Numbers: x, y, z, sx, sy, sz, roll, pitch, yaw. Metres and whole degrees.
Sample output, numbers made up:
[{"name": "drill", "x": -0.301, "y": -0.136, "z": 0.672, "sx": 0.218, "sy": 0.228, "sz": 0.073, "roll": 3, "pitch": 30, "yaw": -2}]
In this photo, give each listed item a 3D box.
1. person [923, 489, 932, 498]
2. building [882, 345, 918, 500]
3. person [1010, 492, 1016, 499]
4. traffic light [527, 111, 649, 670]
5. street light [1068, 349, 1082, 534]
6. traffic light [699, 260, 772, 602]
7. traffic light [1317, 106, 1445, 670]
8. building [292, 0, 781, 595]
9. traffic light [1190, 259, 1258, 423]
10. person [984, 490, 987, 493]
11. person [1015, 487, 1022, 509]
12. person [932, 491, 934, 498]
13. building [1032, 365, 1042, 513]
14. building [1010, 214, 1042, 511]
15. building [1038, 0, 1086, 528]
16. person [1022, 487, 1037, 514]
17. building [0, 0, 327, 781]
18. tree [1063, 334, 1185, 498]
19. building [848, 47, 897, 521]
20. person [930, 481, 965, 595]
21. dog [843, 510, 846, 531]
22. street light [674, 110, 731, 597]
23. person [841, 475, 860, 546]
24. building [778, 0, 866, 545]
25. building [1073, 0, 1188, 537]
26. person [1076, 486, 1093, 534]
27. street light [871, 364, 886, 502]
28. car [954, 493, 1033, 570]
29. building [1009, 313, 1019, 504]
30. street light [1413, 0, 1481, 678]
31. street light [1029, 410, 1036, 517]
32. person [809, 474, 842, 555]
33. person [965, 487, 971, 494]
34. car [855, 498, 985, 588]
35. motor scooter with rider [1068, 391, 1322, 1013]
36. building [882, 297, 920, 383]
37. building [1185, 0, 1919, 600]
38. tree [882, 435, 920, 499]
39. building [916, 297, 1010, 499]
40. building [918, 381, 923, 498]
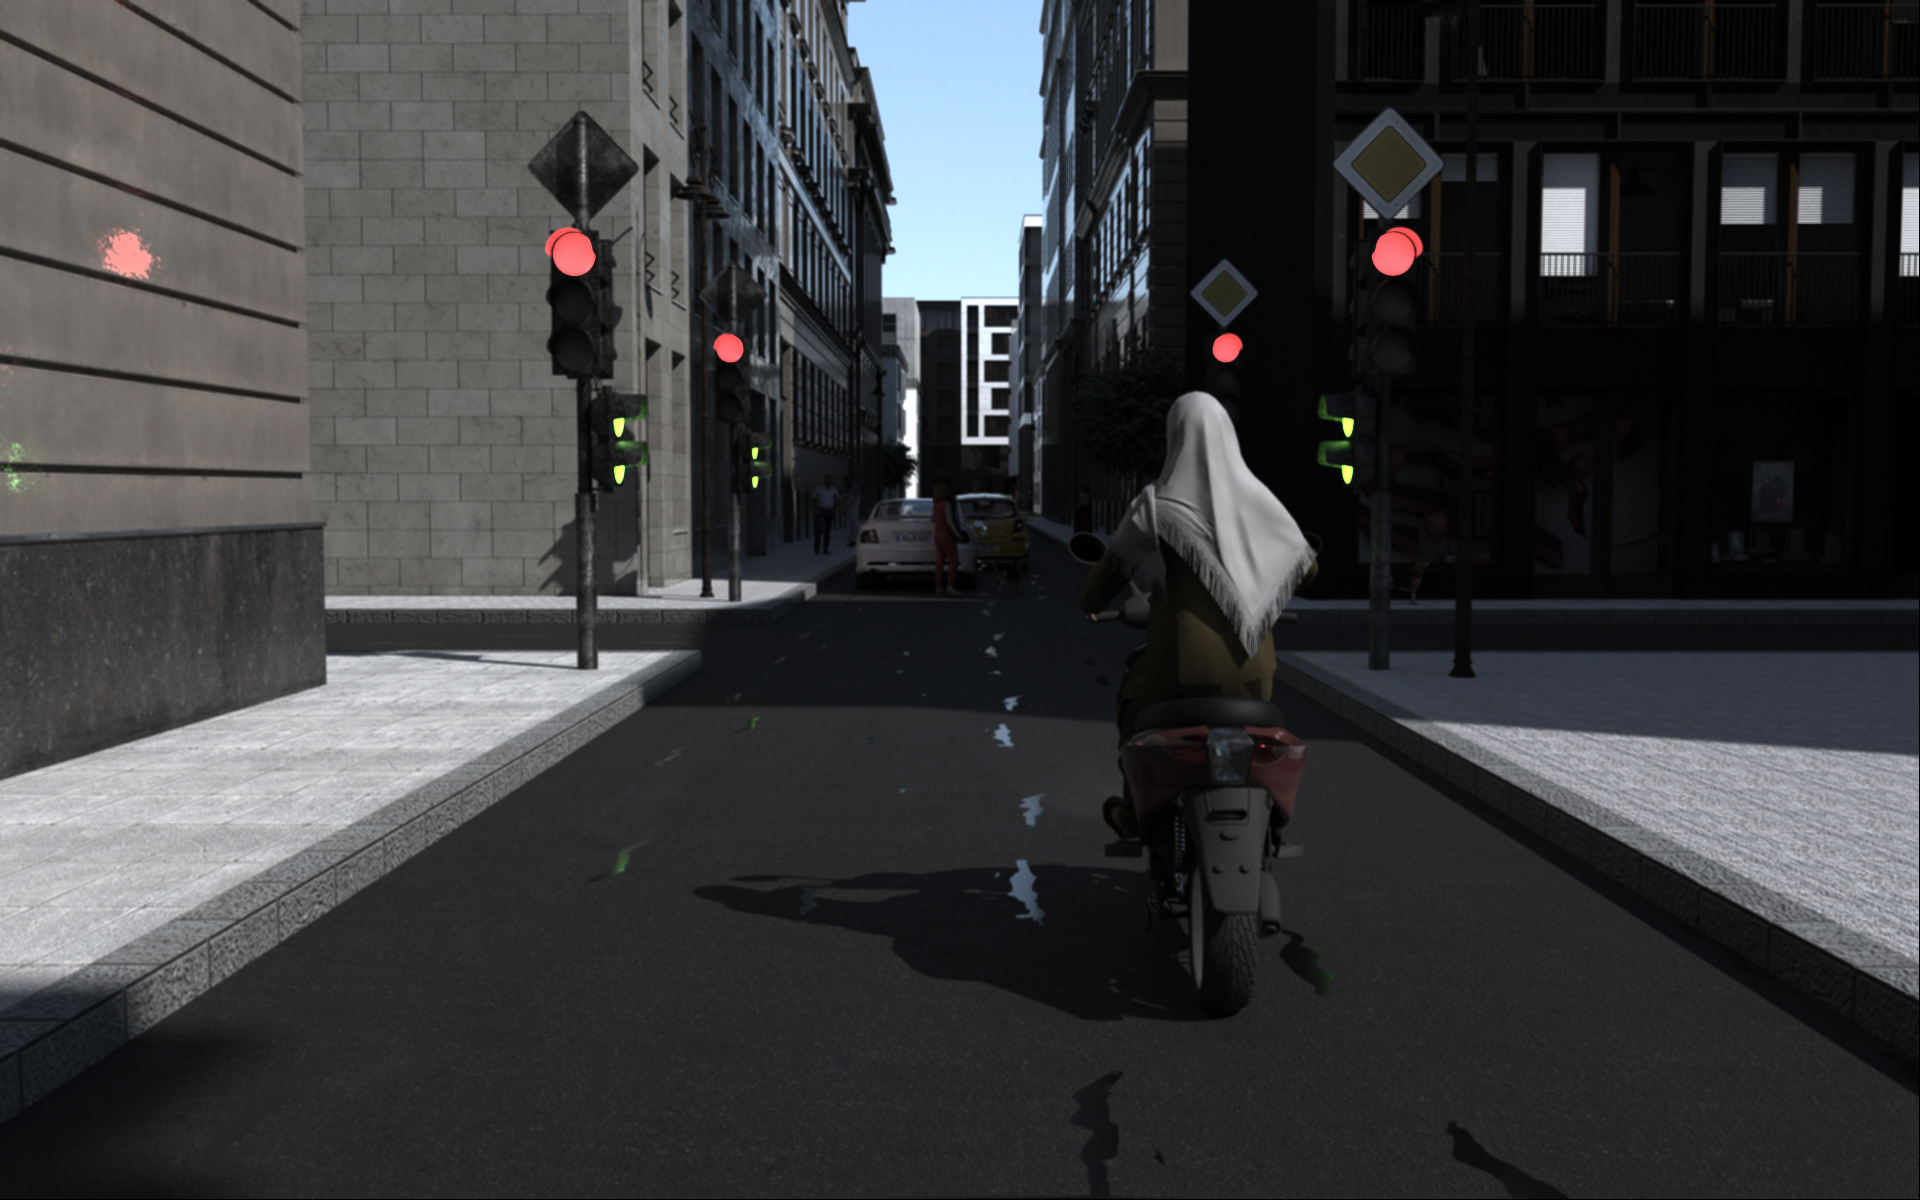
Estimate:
[{"name": "person", "x": -3.077, "y": -9.836, "z": 167.410, "sx": 0.990, "sy": 1.755, "sz": 0.434, "roll": 0, "pitch": 4, "yaw": 5}, {"name": "building", "x": -7.896, "y": -10.366, "z": 111.625, "sx": 9.099, "sy": 9.664, "sz": 28.070, "roll": 0, "pitch": 4, "yaw": 0}, {"name": "person", "x": 4.079, "y": -7.714, "z": 135.394, "sx": 0.991, "sy": 1.433, "sz": 0.599, "roll": -2, "pitch": 4, "yaw": -33}, {"name": "traffic light", "x": -2.713, "y": -1.427, "z": 12.583, "sx": 0.839, "sy": 4.213, "sz": 0.868, "roll": 0, "pitch": 4, "yaw": 0}, {"name": "street light", "x": 3.710, "y": -5.035, "z": 55.116, "sx": 0.468, "sy": 5.910, "sz": 1.993, "roll": 0, "pitch": 4, "yaw": 0}, {"name": "traffic light", "x": -2.670, "y": -1.916, "z": 20.568, "sx": 0.839, "sy": 4.213, "sz": 0.868, "roll": 0, "pitch": 4, "yaw": 0}, {"name": "traffic light", "x": 3.048, "y": -1.426, "z": 12.568, "sx": 0.839, "sy": 4.213, "sz": 0.868, "roll": 0, "pitch": 4, "yaw": 0}, {"name": "building", "x": -9.221, "y": -10.695, "z": 29.618, "sx": 10.420, "sy": 20.320, "sz": 16.860, "roll": 0, "pitch": 4, "yaw": 0}, {"name": "traffic light", "x": 3.091, "y": -1.915, "z": 20.553, "sx": 0.839, "sy": 4.213, "sz": 0.868, "roll": 0, "pitch": 4, "yaw": 0}, {"name": "person", "x": 2.366, "y": -9.043, "z": 156.227, "sx": 0.599, "sy": 1.838, "sz": 0.709, "roll": 1, "pitch": 4, "yaw": 22}, {"name": "person", "x": 3.972, "y": -6.706, "z": 116.404, "sx": 0.721, "sy": 1.743, "sz": 1.217, "roll": -1, "pitch": 4, "yaw": -17}, {"name": "person", "x": -2.362, "y": -9.758, "z": 166.305, "sx": 0.721, "sy": 1.735, "sz": 1.217, "roll": -2, "pitch": 4, "yaw": -31}, {"name": "building", "x": 9.719, "y": -10.457, "z": 113.123, "sx": 9.099, "sy": 9.664, "sz": 28.070, "roll": 0, "pitch": 4, "yaw": 0}, {"name": "building", "x": 18.711, "y": -18.290, "z": 143.011, "sx": 27.936, "sy": 21.610, "sz": 32.646, "roll": 0, "pitch": 4, "yaw": 0}, {"name": "building", "x": 9.796, "y": -18.511, "z": 80.152, "sx": 11.434, "sy": 29.767, "sz": 29.804, "roll": 0, "pitch": 4, "yaw": 0}, {"name": "person", "x": 4.435, "y": -6.341, "z": 110.409, "sx": 1.217, "sy": 1.739, "sz": 0.721, "roll": 3, "pitch": 5, "yaw": 43}, {"name": "building", "x": -16.420, "y": -12.723, "z": 5.289, "sx": 25.104, "sy": 27.353, "sz": 12.463, "roll": 0, "pitch": 4, "yaw": 0}, {"name": "tree", "x": 3.790, "y": -3.176, "z": 35.648, "sx": 4.285, "sy": 4.588, "sz": 4.351, "roll": 0, "pitch": 3, "yaw": 0}, {"name": "building", "x": -10.065, "y": -14.629, "z": 80.988, "sx": 13.314, "sy": 21.916, "sz": 24.055, "roll": 0, "pitch": 4, "yaw": 0}, {"name": "person", "x": -0.179, "y": -0.889, "z": 24.743, "sx": 0.444, "sy": 1.614, "sz": 0.593, "roll": 0, "pitch": 4, "yaw": -7}, {"name": "dog", "x": -3.277, "y": -2.227, "z": 50.783, "sx": 0.513, "sy": 0.831, "sz": 0.800, "roll": 1, "pitch": 4, "yaw": 11}, {"name": "street light", "x": -3.152, "y": -2.973, "z": 21.396, "sx": 0.468, "sy": 5.910, "sz": 1.993, "roll": 0, "pitch": 4, "yaw": 0}, {"name": "person", "x": -2.702, "y": -2.209, "z": 42.826, "sx": 0.551, "sy": 1.740, "sz": 0.621, "roll": 2, "pitch": 4, "yaw": 29}, {"name": "building", "x": -11.657, "y": -13.452, "z": 53.219, "sx": 16.112, "sy": 22.955, "sz": 30.059, "roll": 0, "pitch": 4, "yaw": 0}, {"name": "building", "x": 10.211, "y": -15.610, "z": 52.488, "sx": 12.463, "sy": 27.353, "sz": 25.104, "roll": 0, "pitch": 4, "yaw": 0}, {"name": "person", "x": 3.597, "y": -2.534, "z": 49.938, "sx": 0.523, "sy": 1.526, "sz": 0.387, "roll": -1, "pitch": 4, "yaw": -21}, {"name": "street light", "x": -2.891, "y": -5.430, "z": 61.563, "sx": 0.468, "sy": 5.910, "sz": 1.993, "roll": 0, "pitch": 4, "yaw": 0}, {"name": "car", "x": 0.462, "y": -1.463, "z": 34.149, "sx": 2.015, "sy": 1.641, "sz": 3.980, "roll": 0, "pitch": 3, "yaw": 0}, {"name": "building", "x": 12.712, "y": -18.909, "z": 165.574, "sx": 16.016, "sy": 20.091, "sz": 11.380, "roll": 0, "pitch": 4, "yaw": 0}, {"name": "street light", "x": 3.532, "y": -2.398, "z": 12.000, "sx": 0.468, "sy": 5.910, "sz": 1.993, "roll": 0, "pitch": 4, "yaw": 0}, {"name": "street light", "x": 3.984, "y": -7.492, "z": 95.282, "sx": 0.468, "sy": 5.910, "sz": 1.993, "roll": 0, "pitch": 4, "yaw": 0}, {"name": "person", "x": -2.836, "y": -1.827, "z": 36.846, "sx": 0.756, "sy": 1.711, "sz": 0.436, "roll": -1, "pitch": 4, "yaw": -17}, {"name": "person", "x": 0.210, "y": -4.062, "z": 75.436, "sx": 0.750, "sy": 1.759, "sz": 0.617, "roll": 1, "pitch": 4, "yaw": 9}, {"name": "car", "x": -0.641, "y": -0.938, "z": 27.699, "sx": 2.083, "sy": 1.381, "sz": 4.827, "roll": 0, "pitch": 4, "yaw": 1}, {"name": "motor scooter with rider", "x": 0.779, "y": 0.219, "z": 5.389, "sx": 0.876, "sy": 1.779, "sz": 1.986, "roll": 0, "pitch": 4, "yaw": 2}, {"name": "building", "x": -19.743, "y": -18.202, "z": 164.058, "sx": 31.486, "sy": 18.905, "sz": 16.747, "roll": 0, "pitch": 4, "yaw": 0}, {"name": "building", "x": 12.162, "y": -12.025, "z": 26.289, "sx": 15.834, "sy": 23.373, "sz": 12.332, "roll": 0, "pitch": 4, "yaw": 0}, {"name": "tree", "x": -3.880, "y": -6.841, "z": 95.564, "sx": 4.285, "sy": 4.588, "sz": 4.351, "roll": 0, "pitch": 3, "yaw": 0}, {"name": "building", "x": -2.006, "y": -21.379, "z": 193.525, "sx": 32.646, "sy": 21.610, "sz": 27.936, "roll": 0, "pitch": 4, "yaw": 0}, {"name": "building", "x": -7.543, "y": -12.079, "z": 139.641, "sx": 9.099, "sy": 9.664, "sz": 28.070, "roll": 0, "pitch": 4, "yaw": 0}]
